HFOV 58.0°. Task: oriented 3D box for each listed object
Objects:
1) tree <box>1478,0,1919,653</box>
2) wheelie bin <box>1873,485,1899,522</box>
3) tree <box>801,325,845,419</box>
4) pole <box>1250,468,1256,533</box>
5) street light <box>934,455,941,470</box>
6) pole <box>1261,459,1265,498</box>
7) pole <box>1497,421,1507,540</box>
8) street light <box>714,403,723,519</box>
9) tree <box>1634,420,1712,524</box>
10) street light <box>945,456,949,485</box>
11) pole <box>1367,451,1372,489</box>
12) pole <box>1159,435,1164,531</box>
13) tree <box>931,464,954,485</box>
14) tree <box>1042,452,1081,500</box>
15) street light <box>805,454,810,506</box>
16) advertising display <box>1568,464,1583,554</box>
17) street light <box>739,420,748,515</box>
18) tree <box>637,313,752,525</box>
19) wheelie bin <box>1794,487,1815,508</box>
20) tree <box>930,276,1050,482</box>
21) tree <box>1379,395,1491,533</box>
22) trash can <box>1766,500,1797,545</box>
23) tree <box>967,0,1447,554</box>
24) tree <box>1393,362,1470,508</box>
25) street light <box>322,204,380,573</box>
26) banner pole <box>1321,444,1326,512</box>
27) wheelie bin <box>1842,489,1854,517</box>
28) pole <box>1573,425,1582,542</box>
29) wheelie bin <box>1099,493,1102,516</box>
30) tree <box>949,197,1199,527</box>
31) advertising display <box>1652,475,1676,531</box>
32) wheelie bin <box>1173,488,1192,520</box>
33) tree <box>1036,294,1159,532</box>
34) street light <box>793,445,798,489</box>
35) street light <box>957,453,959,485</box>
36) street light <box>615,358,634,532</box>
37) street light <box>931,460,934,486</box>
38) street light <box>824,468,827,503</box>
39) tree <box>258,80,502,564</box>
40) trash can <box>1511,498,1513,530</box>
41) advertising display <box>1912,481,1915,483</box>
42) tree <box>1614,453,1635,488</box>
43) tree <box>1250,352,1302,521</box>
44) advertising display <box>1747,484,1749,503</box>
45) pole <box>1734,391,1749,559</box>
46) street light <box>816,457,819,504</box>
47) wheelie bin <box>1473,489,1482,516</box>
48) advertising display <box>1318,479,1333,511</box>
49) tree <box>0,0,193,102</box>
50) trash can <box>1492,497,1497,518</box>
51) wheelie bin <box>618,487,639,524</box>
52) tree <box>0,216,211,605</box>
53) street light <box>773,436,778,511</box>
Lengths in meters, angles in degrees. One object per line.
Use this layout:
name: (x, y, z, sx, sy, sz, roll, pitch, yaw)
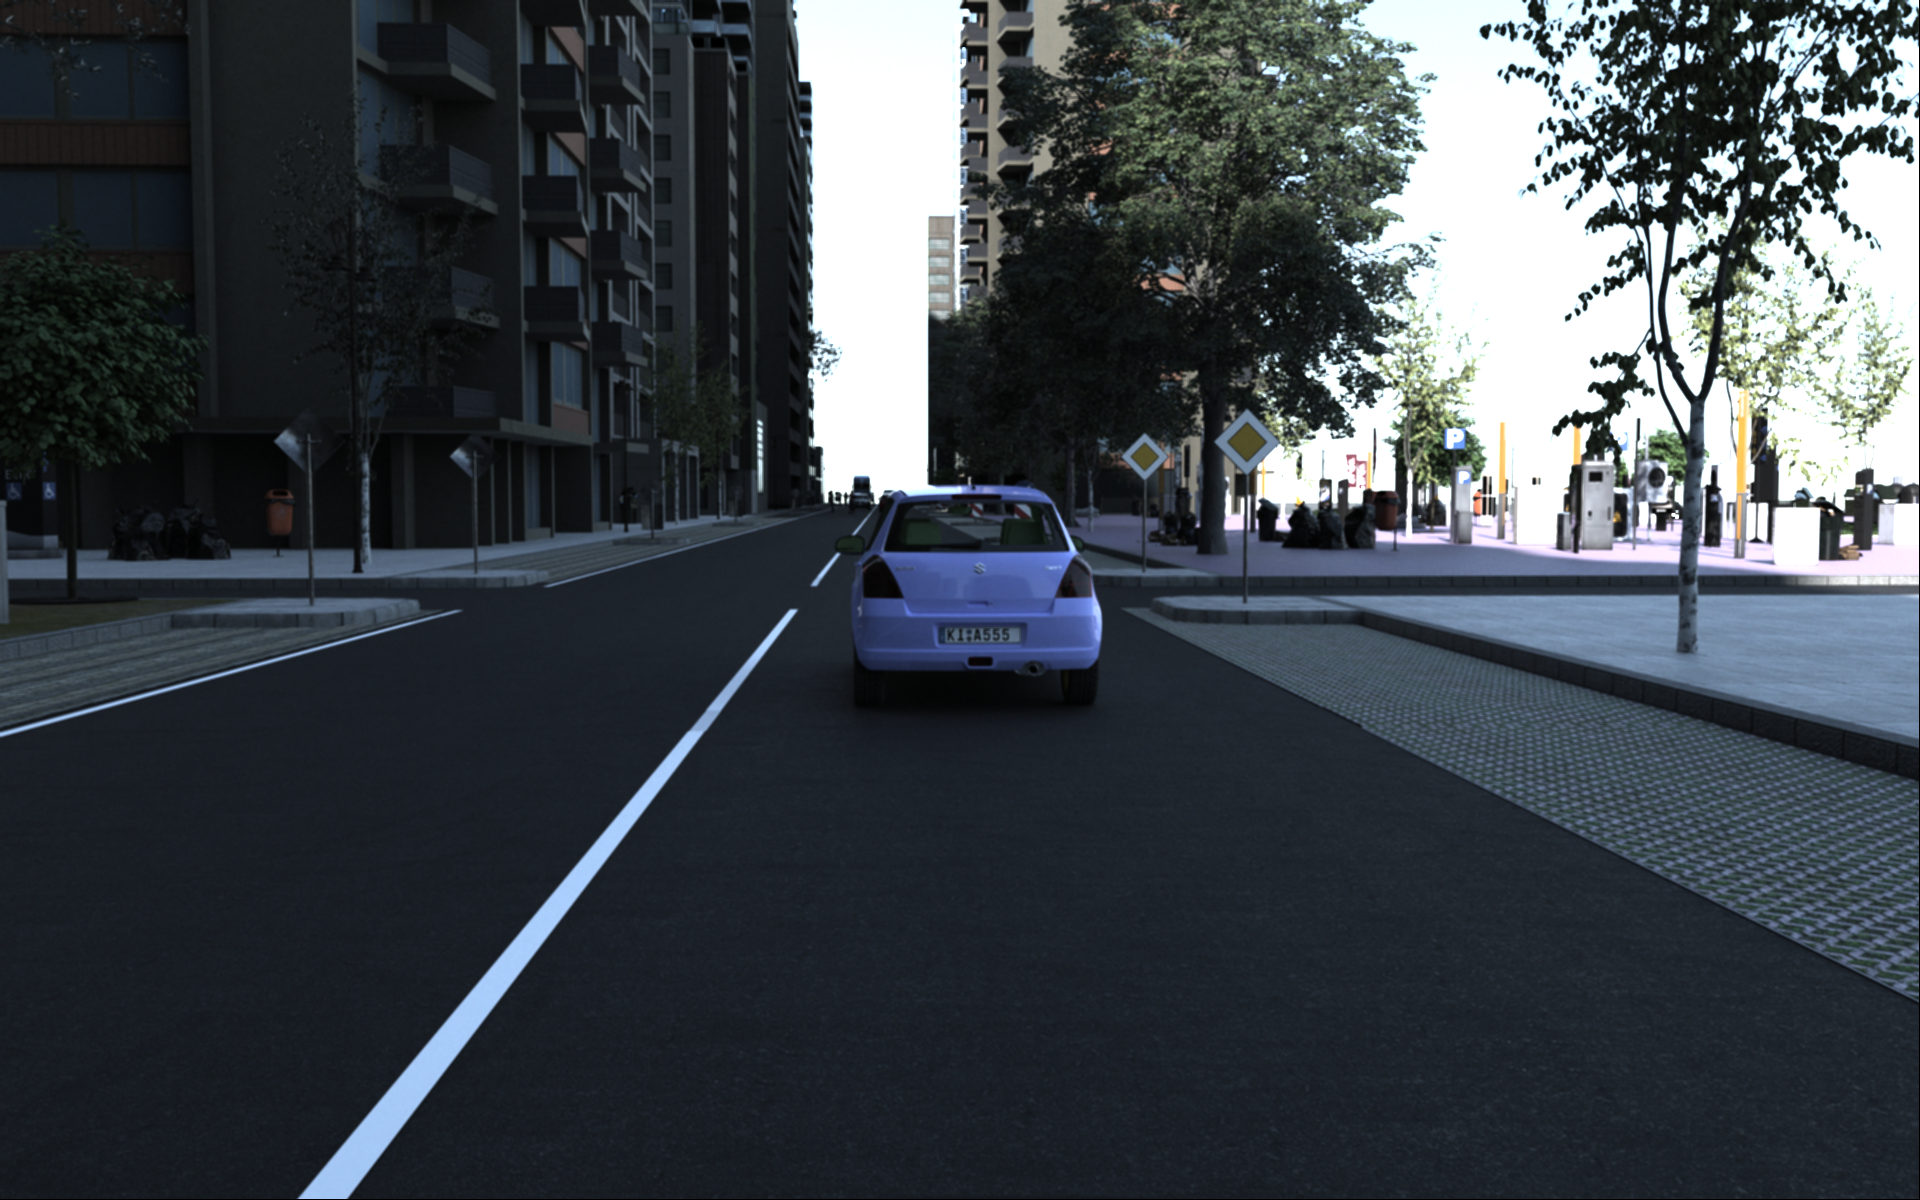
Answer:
tree: (6.093, -3.889, 13.951, 4.737, 8.622, 4.395, 0, 3, 0)
wheelie bin: (32.698, -3.270, 61.373, 0.980, 1.594, 0.693, -1, 4, -8)
tree: (-18.782, -19.720, 178.308, 12.611, 20.169, 13.585, 0, 3, 0)
pole: (9.722, -3.888, 57.407, 0.158, 3.312, 0.155, 0, 3, 0)
street light: (-2.419, -14.016, 201.952, 0.468, 5.910, 1.993, 0, 4, -2)
pole: (17.143, -6.363, 97.884, 0.158, 3.312, 0.155, 0, 3, 0)
pole: (15.242, -3.355, 48.690, 0.158, 3.312, 0.155, 0, 3, 0)
street light: (-12.314, -7.051, 88.071, 0.468, 5.910, 1.993, 0, 4, -2)
tree: (30.748, -5.578, 74.918, 4.285, 4.588, 4.351, 0, 3, 0)
street light: (-1.362, -12.632, 179.313, 0.468, 5.910, 1.993, 0, 4, -2)
pole: (19.530, -5.433, 82.676, 0.158, 3.312, 0.155, 0, 3, 0)
pole: (6.927, -4.017, 59.528, 0.158, 3.312, 0.155, 0, 3, 0)
tree: (-1.524, -12.683, 191.077, 4.285, 4.588, 4.351, 0, 3, 0)
tree: (4.706, -5.080, 77.659, 1.663, 3.219, 1.824, 0, 3, 0)
street light: (-16.542, -13.129, 187.454, 0.468, 5.910, 1.993, 0, 4, -2)
advertising display: (13.407, -1.988, 37.711, 0.123, 1.923, 0.974, 1, 4, 12)
street light: (-13.028, -8.049, 104.383, 0.468, 5.910, 1.993, 0, 4, -2)
tree: (-11.563, -7.417, 71.624, 4.737, 8.622, 4.395, 0, 3, 0)
wheelie bin: (35.828, -4.015, 73.550, 0.693, 1.594, 0.980, 3, 5, 44)
tree: (3.597, -10.880, 88.265, 12.009, 13.543, 11.850, 0, 3, 0)
tree: (15.623, -4.513, 57.502, 4.285, 4.588, 4.351, 0, 3, 0)
trash can: (20.699, -1.959, 43.687, 0.748, 1.137, 0.748, 0, 3, 0)
tree: (5.314, -7.960, 36.805, 9.857, 13.997, 8.962, 0, 3, 0)
tree: (25.515, -8.844, 94.959, 4.360, 8.622, 3.978, 0, 3, 0)
street light: (-9.798, -3.377, 27.999, 0.468, 5.910, 1.993, 0, 4, -2)
banner pole: (18.021, -5.869, 85.977, 0.401, 3.779, 0.863, 2, 4, 27)
wheelie bin: (50.682, -5.539, 98.476, 0.693, 1.594, 0.980, -3, 5, -43)
pole: (15.509, -3.041, 43.570, 0.158, 3.312, 0.155, 0, 3, 0)
wheelie bin: (8.168, -5.856, 103.660, 0.693, 1.594, 0.980, 0, 4, 2)
tree: (4.352, -9.190, 67.272, 9.611, 12.733, 9.660, 0, 3, 0)
advertising display: (24.215, -3.336, 59.762, 0.123, 1.923, 0.974, -2, 4, -33)
wheelie bin: (11.018, -4.741, 85.420, 0.980, 1.594, 0.693, -1, 4, -17)
tree: (4.457, -6.588, 58.078, 4.360, 8.622, 3.978, 0, 3, 0)
street light: (-15.599, -11.730, 164.569, 0.468, 5.910, 1.993, 0, 4, -2)
street light: (-0.112, -10.793, 149.245, 0.468, 5.910, 1.993, 0, 4, -2)
street light: (-11.240, -5.220, 58.141, 0.468, 5.910, 1.993, 0, 4, -2)
street light: (-3.653, -15.846, 231.875, 0.468, 5.910, 1.993, 0, 4, -2)
street light: (-19.352, -16.862, 248.488, 0.468, 5.910, 1.993, 0, 4, -2)
tree: (-10.818, -4.990, 31.957, 4.360, 8.622, 3.978, 0, 3, 0)
trash can: (18.985, -2.867, 58.521, 0.748, 1.137, 0.748, 0, 3, 0)
advertising display: (46.583, -4.912, 85.527, 0.123, 1.923, 0.974, -3, 5, -43)
tree: (30.290, -5.193, 79.511, 1.663, 3.219, 1.824, 0, 3, 0)
tree: (15.443, -8.041, 81.830, 4.737, 8.622, 4.395, 0, 3, 0)
advertising display: (48.419, -6.137, 105.551, 0.974, 1.923, 0.123, 2, 4, 31)
pole: (15.468, -2.472, 34.268, 0.158, 3.312, 0.155, 0, 3, 0)
street light: (-17.924, -14.991, 217.893, 0.468, 5.910, 1.993, 0, 4, -2)
wheelie bin: (30.043, -5.616, 99.722, 0.980, 1.594, 0.693, -2, 4, -30)
advertising display: (15.389, -4.143, 72.945, 0.123, 1.923, 0.974, -1, 4, -17)
tree: (-10.249, -6.147, 10.878, 12.009, 13.543, 11.850, 0, 3, 0)
trash can: (28.693, -5.020, 93.738, 0.748, 1.137, 0.748, 0, 3, 0)
wheelie bin: (-14.307, -4.101, 74.965, 0.693, 1.594, 0.980, 2, 4, 24)
tree: (-10.712, -2.255, 20.585, 4.285, 4.588, 4.351, 0, 3, 0)
street light: (-14.340, -9.889, 134.469, 0.468, 5.910, 1.993, 0, 4, -2)
